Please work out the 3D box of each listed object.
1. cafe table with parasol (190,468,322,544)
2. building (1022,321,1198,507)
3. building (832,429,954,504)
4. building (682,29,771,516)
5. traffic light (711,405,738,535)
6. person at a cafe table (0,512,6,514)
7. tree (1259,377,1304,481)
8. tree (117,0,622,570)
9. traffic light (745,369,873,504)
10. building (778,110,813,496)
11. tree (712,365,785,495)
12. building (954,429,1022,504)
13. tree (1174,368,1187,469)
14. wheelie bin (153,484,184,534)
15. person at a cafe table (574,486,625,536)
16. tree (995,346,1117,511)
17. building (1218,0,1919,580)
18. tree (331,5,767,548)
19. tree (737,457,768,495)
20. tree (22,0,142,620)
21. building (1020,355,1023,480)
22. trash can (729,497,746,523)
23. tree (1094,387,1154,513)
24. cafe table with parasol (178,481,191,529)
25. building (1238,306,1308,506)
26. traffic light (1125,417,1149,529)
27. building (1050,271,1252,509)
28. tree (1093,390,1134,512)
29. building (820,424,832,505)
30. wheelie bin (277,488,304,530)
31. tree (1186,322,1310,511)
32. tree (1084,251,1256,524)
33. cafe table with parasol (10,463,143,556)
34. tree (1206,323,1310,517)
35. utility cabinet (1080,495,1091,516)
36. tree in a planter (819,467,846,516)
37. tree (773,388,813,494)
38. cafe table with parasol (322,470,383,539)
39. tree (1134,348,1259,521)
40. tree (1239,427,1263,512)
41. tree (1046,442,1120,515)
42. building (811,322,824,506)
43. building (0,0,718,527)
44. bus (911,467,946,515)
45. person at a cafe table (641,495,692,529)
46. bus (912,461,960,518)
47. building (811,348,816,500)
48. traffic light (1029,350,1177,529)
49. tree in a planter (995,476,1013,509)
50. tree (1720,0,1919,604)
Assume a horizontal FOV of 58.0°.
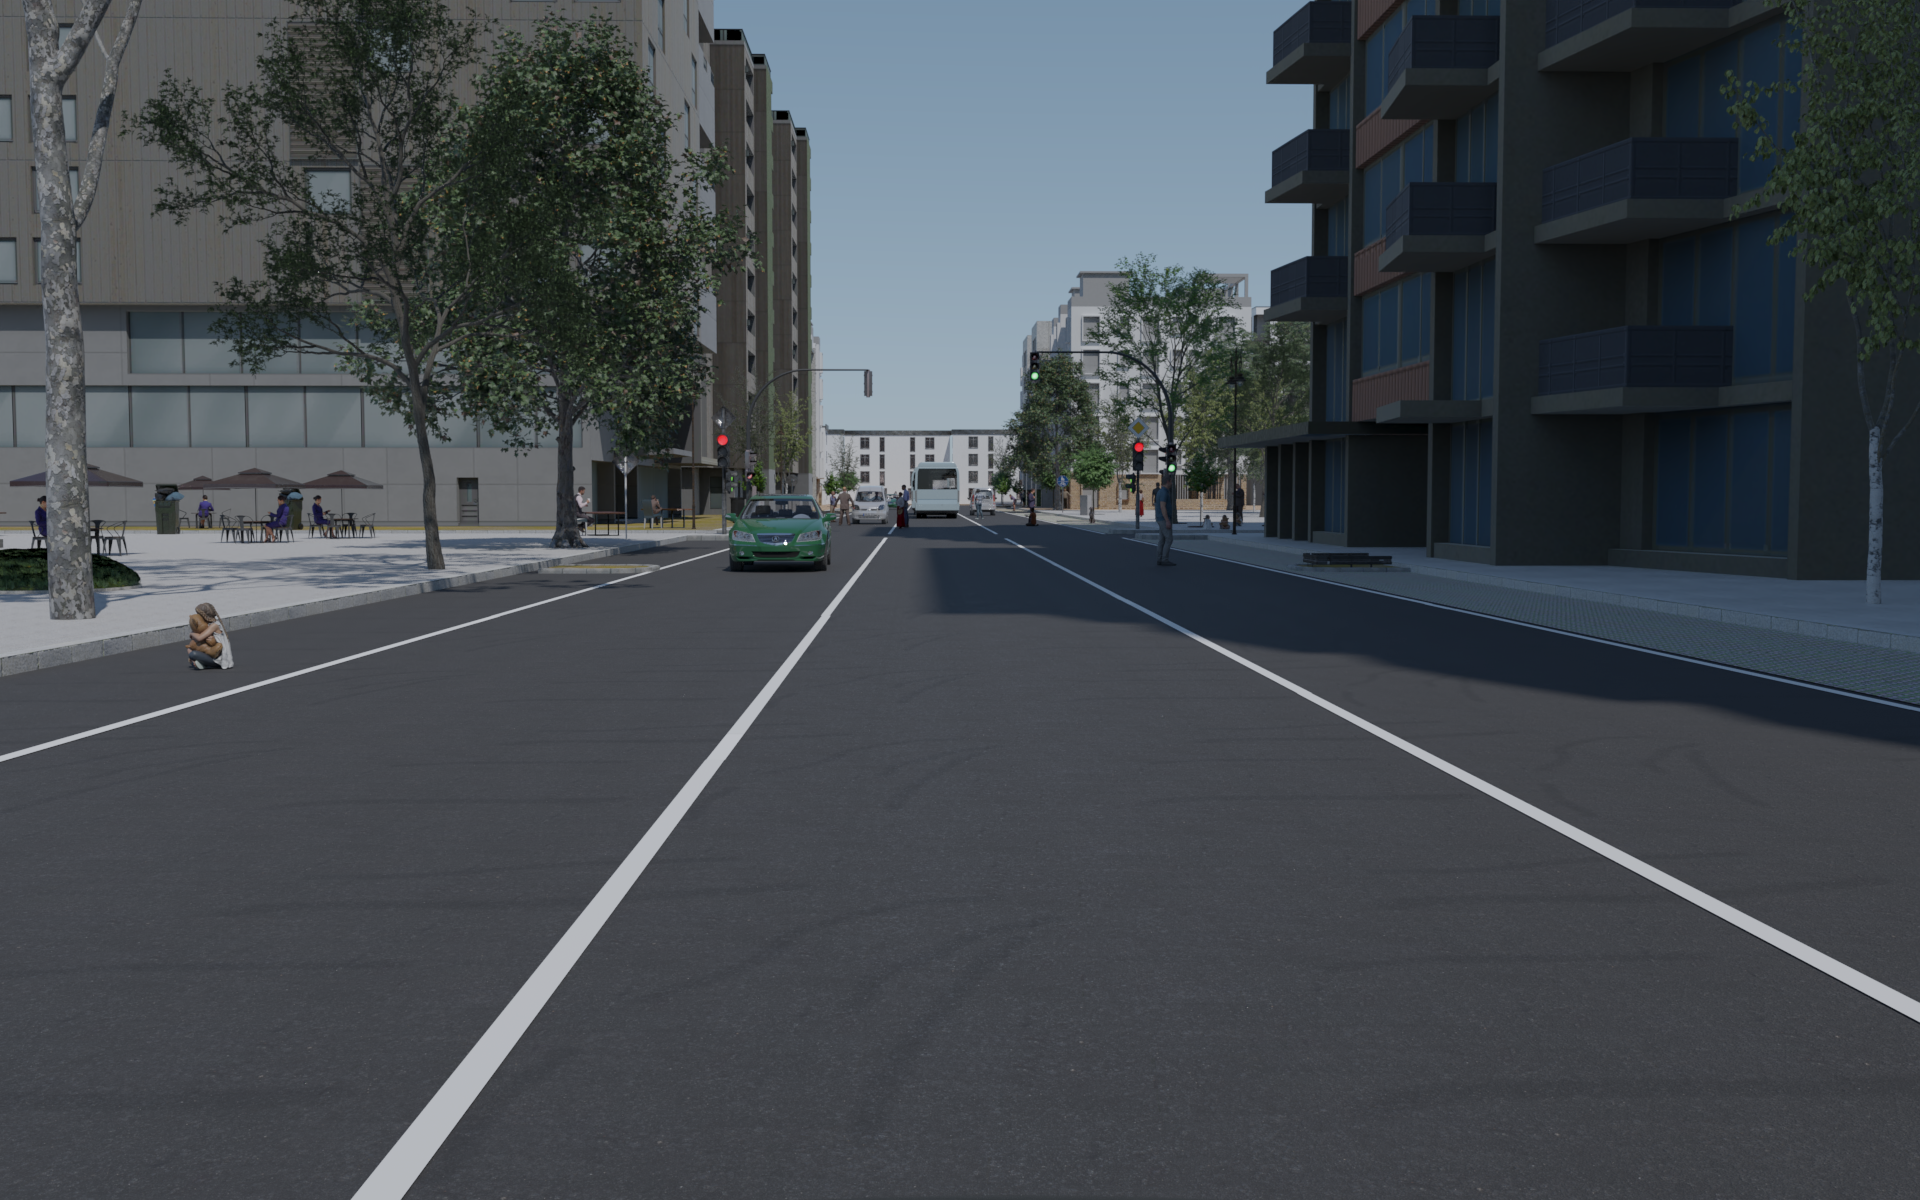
[{"bbox_3d":[-18.422,-2.473,45.306,2.610,1.966,2.610,-2,4,-32],"label":"cafe table with parasol"},{"bbox_3d":[16.007,-19.519,185.596,16.747,18.905,31.486,0,4,-1],"label":"building"},{"bbox_3d":[-15.212,-17.511,228.445,28.070,9.664,9.099,0,4,-1],"label":"building"},{"bbox_3d":[-19.259,-20.594,108.416,14.160,30.474,14.107,0,4,-1],"label":"building"},{"bbox_3d":[-7.460,-4.033,54.852,0.839,4.253,0.868,0,4,-1],"label":"traffic light"},{"bbox_3d":[-29.961,-2.681,52.341,1.622,1.524,1.698,-1,4,-14],"label":"person at a cafe table"},{"bbox_3d":[18.518,-9.397,104.004,4.737,8.622,4.395,0,3,0],"label":"tree"},{"bbox_3d":[-9.243,-5.804,29.314,7.601,10.594,8.767,1,4,19],"label":"tree"},{"bbox_3d":[-5.556,-5.398,62.919,4.771,5.953,1.251,0,4,-1],"label":"traffic light"},{"bbox_3d":[-18.626,-21.945,130.503,14.160,30.474,14.107,0,4,-1],"label":"building"},{"bbox_3d":[-11.663,-9.005,97.593,4.360,8.622,3.978,0,3,0],"label":"tree"},{"bbox_3d":[12.850,-17.550,229.086,28.070,9.664,9.099,0,4,-1],"label":"building"},{"bbox_3d":[21.031,-13.879,133.573,9.857,13.997,8.962,0,3,0],"label":"tree"},{"bbox_3d":[-25.223,-2.890,55.160,0.980,1.594,0.693,-1,4,-11],"label":"wheelie bin"},{"bbox_3d":[-11.325,-2.737,53.271,1.622,1.524,1.698,-2,4,-28],"label":"person at a cafe table"},{"bbox_3d":[7.482,-13.279,134.116,9.611,12.733,9.660,0,3,0],"label":"tree"},{"bbox_3d":[18.994,-23.455,38.117,22.147,44.769,28.867,0,4,-1],"label":"building"},{"bbox_3d":[-9.414,-7.586,41.034,9.611,12.733,9.660,0,3,0],"label":"tree"},{"bbox_3d":[-10.589,-5.876,90.674,1.663,3.219,1.824,0,3,0],"label":"tree"},{"bbox_3d":[-7.957,-9.814,16.353,12.611,20.169,13.585,0,3,0],"label":"tree"},{"bbox_3d":[15.302,-21.439,206.941,16.016,20.091,11.380,0,4,-1],"label":"building"},{"bbox_3d":[-9.864,-3.985,76.803,0.748,1.137,0.748,0,3,0],"label":"trash can"},{"bbox_3d":[11.121,-10.314,119.001,4.360,8.622,3.978,0,3,0],"label":"tree"},{"bbox_3d":[-28.175,-3.647,64.496,2.610,1.966,2.610,2,4,35],"label":"cafe table with parasol"},{"bbox_3d":[48.169,-21.738,199.386,32.646,21.610,27.936,0,4,-1],"label":"building"},{"bbox_3d":[6.472,-4.542,63.177,0.839,4.253,0.868,0,4,-1],"label":"traffic light"},{"bbox_3d":[16.621,-18.124,152.749,16.016,20.091,11.380,0,4,-1],"label":"building"},{"bbox_3d":[11.633,-10.589,123.499,4.737,8.622,4.395,0,3,0],"label":"tree"},{"bbox_3d":[-30.023,-16.250,207.841,28.070,9.664,9.099,0,4,-1],"label":"building"},{"bbox_3d":[-23.943,-3.307,61.982,0.980,1.594,0.693,1,4,16],"label":"wheelie bin"},{"bbox_3d":[21.245,-12.659,113.623,9.857,13.997,8.962,0,3,0],"label":"tree"},{"bbox_3d":[9.119,-9.098,74.503,9.928,11.665,9.643,0,3,0],"label":"tree"},{"bbox_3d":[-18.136,-1.883,35.655,2.610,1.966,2.610,-3,4,-39],"label":"cafe table with parasol"},{"bbox_3d":[16.851,-9.816,94.910,8.767,10.594,7.601,-3,5,-40],"label":"tree"},{"bbox_3d":[7.560,-5.685,104.107,0.306,1.237,1.020,-1,4,-22],"label":"utility cabinet"},{"bbox_3d":[-8.588,-7.251,115.772,1.991,3.239,1.994,0,4,-1],"label":"tree in a planter"},{"bbox_3d":[-12.117,-10.391,120.259,4.737,8.622,4.395,0,3,0],"label":"tree"},{"bbox_3d":[-17.779,-2.750,49.822,2.610,1.966,2.610,-3,4,-38],"label":"cafe table with parasol"},{"bbox_3d":[11.435,-8.145,83.535,4.737,8.622,4.395,0,3,0],"label":"tree"},{"bbox_3d":[21.425,-10.657,124.607,4.360,8.622,3.978,0,3,0],"label":"tree"},{"bbox_3d":[8.498,-7.669,109.103,4.285,4.588,4.351,0,3,0],"label":"tree"},{"bbox_3d":[-22.788,-20.243,187.396,16.016,20.091,11.380,0,4,-1],"label":"building"},{"bbox_3d":[-25.920,-29.944,78.827,28.713,52.752,27.495,0,4,-1],"label":"building"},{"bbox_3d":[-1.961,-7.859,123.354,2.948,3.499,13.247,0,4,0],"label":"bus"},{"bbox_3d":[-11.239,-3.318,65.106,1.698,1.238,1.726,2,4,28],"label":"person at a cafe table"},{"bbox_3d":[-1.467,-6.799,106.022,2.948,3.499,13.247,0,4,-1],"label":"bus"},{"bbox_3d":[-22.113,-17.565,153.649,16.747,18.905,31.486,0,4,-1],"label":"building"},{"bbox_3d":[4.568,-4.914,55.004,4.771,5.953,1.251,0,4,-1],"label":"traffic light"},{"bbox_3d":[4.145,-10.279,165.284,1.991,3.239,1.994,0,4,-1],"label":"tree in a planter"},{"bbox_3d":[10.667,-4.246,19.789,4.737,8.622,4.395,0,3,0],"label":"tree"}]
